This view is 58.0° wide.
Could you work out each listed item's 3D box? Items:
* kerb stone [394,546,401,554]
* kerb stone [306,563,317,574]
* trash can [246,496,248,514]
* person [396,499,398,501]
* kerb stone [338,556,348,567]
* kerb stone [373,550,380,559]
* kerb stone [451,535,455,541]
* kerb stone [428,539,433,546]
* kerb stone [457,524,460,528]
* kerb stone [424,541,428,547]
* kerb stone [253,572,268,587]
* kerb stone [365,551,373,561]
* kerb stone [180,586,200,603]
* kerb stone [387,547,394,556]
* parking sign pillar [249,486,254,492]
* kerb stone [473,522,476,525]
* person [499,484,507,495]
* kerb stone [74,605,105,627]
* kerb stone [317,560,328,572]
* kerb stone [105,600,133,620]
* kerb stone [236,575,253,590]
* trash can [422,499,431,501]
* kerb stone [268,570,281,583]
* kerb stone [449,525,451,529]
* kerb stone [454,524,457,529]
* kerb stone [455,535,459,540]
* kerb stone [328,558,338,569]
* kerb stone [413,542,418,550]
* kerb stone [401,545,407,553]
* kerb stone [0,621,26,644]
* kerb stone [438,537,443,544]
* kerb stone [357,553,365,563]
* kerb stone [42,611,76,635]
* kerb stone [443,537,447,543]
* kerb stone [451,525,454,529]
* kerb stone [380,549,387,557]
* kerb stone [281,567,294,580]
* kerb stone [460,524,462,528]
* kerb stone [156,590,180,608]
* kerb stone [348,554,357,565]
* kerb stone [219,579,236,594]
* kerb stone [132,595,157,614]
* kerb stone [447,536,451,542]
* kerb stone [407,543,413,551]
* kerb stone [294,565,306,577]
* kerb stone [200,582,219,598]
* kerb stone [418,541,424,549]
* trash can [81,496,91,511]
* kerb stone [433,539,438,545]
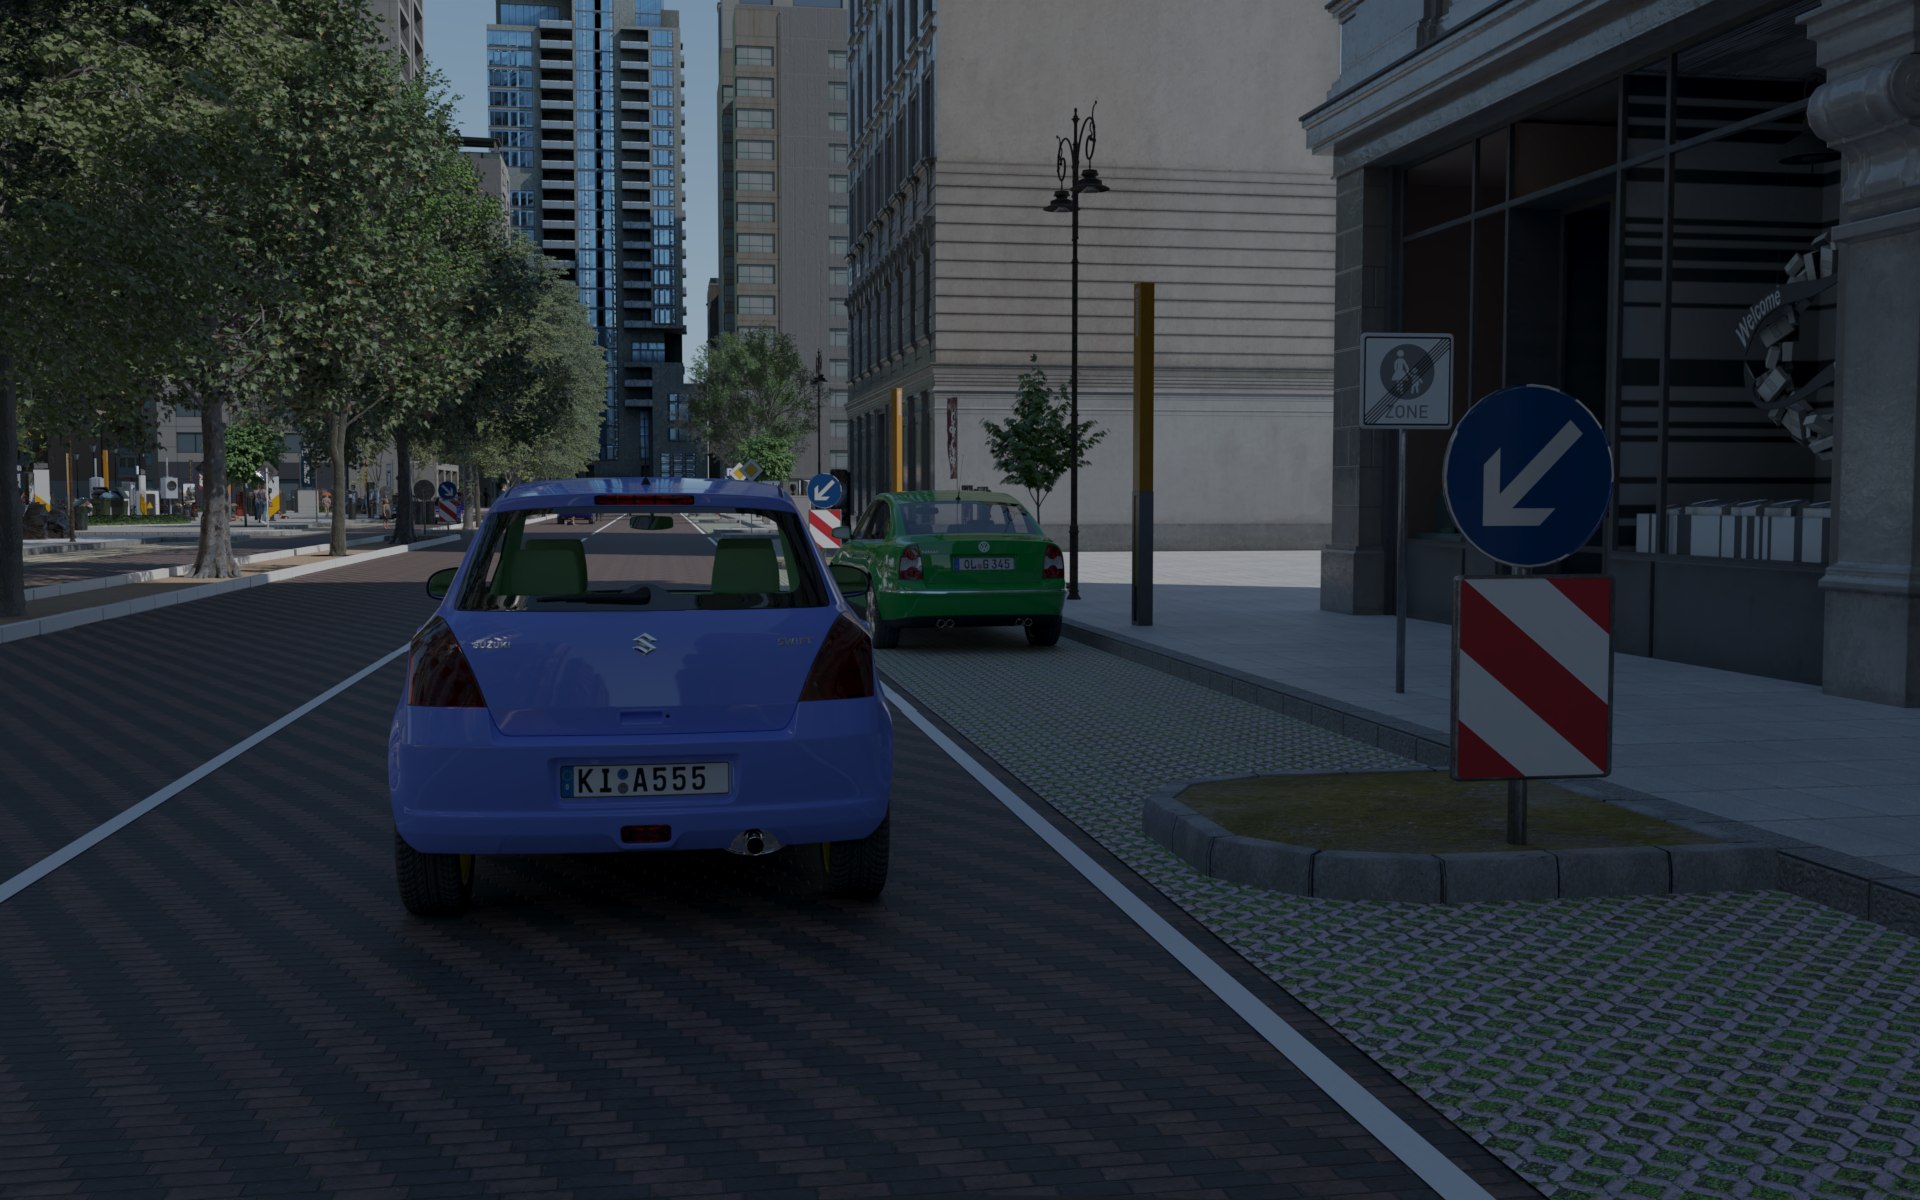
[{"bbox_3d":[-13.530,-1.168,41.287,0.120,0.150,1.000,-1,4,-10],"label":"kerb stone"},{"bbox_3d":[-11.783,-0.551,31.200,0.120,0.150,1.000,-1,4,-10],"label":"kerb stone"},{"bbox_3d":[-43.452,-5.789,106.303,0.748,1.137,0.748,0,3,0],"label":"trash can"},{"bbox_3d":[-22.690,-3.800,70.434,0.447,1.846,0.655,-2,4,-29],"label":"person"},{"bbox_3d":[-12.301,-0.736,34.233,0.120,0.150,1.000,-1,4,-10],"label":"kerb stone"},{"bbox_3d":[-13.007,-0.972,38.260,0.120,0.150,1.000,-1,4,-10],"label":"kerb stone"},{"bbox_3d":[-15.462,-1.846,52.385,0.120,0.150,1.000,-1,4,-10],"label":"kerb stone"},{"bbox_3d":[-14.590,-1.538,47.338,0.120,0.150,1.000,-1,4,-10],"label":"kerb stone"},{"bbox_3d":[-20.978,-3.035,71.814,0.120,0.150,1.000,-1,4,-10],"label":"kerb stone"},{"bbox_3d":[-14.414,-1.472,46.323,0.120,0.150,1.000,-1,4,-10],"label":"kerb stone"},{"bbox_3d":[-11.068,-0.304,27.164,0.120,0.150,1.000,-1,4,-10],"label":"kerb stone"},{"bbox_3d":[-12.833,-0.921,37.252,0.120,0.150,1.000,-1,4,-10],"label":"kerb stone"},{"bbox_3d":[-10.372,-0.055,23.127,0.120,0.150,1.000,-1,4,-10],"label":"kerb stone"},{"bbox_3d":[-13.359,-1.106,40.274,0.120,0.150,1.000,-1,4,-10],"label":"kerb stone"},{"bbox_3d":[-46.141,-7.624,113.124,1.447,3.967,1.447,-1,4,-15],"label":"parking sign pillar"},{"bbox_3d":[-22.560,-3.588,80.907,0.120,0.150,1.000,-1,4,-10],"label":"kerb stone"},{"bbox_3d":[-20.577,-4.318,78.467,0.648,1.900,0.474,2,4,34],"label":"person"},{"bbox_3d":[-9.677,0.189,19.098,0.120,0.150,1.000,-1,4,-10],"label":"kerb stone"},{"bbox_3d":[-11.958,-0.610,32.212,0.120,0.150,1.000,-1,4,-10],"label":"kerb stone"},{"bbox_3d":[-9.849,0.133,20.106,0.120,0.150,1.000,-1,4,-10],"label":"kerb stone"},{"bbox_3d":[-10.900,-0.242,26.148,0.120,0.150,1.000,-1,4,-10],"label":"kerb stone"},{"bbox_3d":[-37.512,-6.740,121.849,0.748,1.137,0.748,0,3,0],"label":"trash can"},{"bbox_3d":[-11.255,-0.365,28.171,0.120,0.150,1.000,-1,4,-10],"label":"kerb stone"},{"bbox_3d":[-20.449,-2.850,68.785,0.120,0.150,1.000,-1,4,-10],"label":"kerb stone"},{"bbox_3d":[-20.805,-2.971,70.807,0.120,0.150,1.000,-1,4,-10],"label":"kerb stone"},{"bbox_3d":[-15.632,-1.908,53.396,0.120,0.150,1.000,-1,4,-10],"label":"kerb stone"},{"bbox_3d":[-12.138,-0.672,33.224,0.120,0.150,1.000,-1,4,-10],"label":"kerb stone"},{"bbox_3d":[-14.066,-1.345,44.309,0.120,0.150,1.000,-1,4,-10],"label":"kerb stone"},{"bbox_3d":[-13.705,-1.229,42.294,0.120,0.150,1.000,-1,4,-10],"label":"kerb stone"},{"bbox_3d":[-9.322,0.313,17.080,0.120,0.150,1.000,-1,4,-10],"label":"kerb stone"},{"bbox_3d":[-14.937,-1.659,49.355,0.120,0.150,1.000,-1,4,-10],"label":"kerb stone"},{"bbox_3d":[-12.655,-0.859,36.246,0.120,0.150,1.000,-1,4,-10],"label":"kerb stone"},{"bbox_3d":[-9.489,0.251,18.089,0.120,0.150,1.000,-1,4,-10],"label":"kerb stone"},{"bbox_3d":[-15.110,-1.712,50.363,0.120,0.150,1.000,-1,4,-10],"label":"kerb stone"},{"bbox_3d":[-20.626,-2.911,69.796,0.120,0.150,1.000,-1,4,-10],"label":"kerb stone"},{"bbox_3d":[-13.181,-1.044,39.266,0.120,0.150,1.000,-1,4,-10],"label":"kerb stone"},{"bbox_3d":[-11.424,-0.427,29.180,0.120,0.150,1.000,-1,4,-10],"label":"kerb stone"},{"bbox_3d":[-21.160,-3.097,72.823,0.120,0.150,1.000,-1,4,-10],"label":"kerb stone"},{"bbox_3d":[-10.200,0.005,22.120,0.120,0.150,1.000,-1,4,-10],"label":"kerb stone"},{"bbox_3d":[-12.478,-0.798,35.239,0.120,0.150,1.000,-1,4,-10],"label":"kerb stone"},{"bbox_3d":[-10.726,-0.180,25.141,0.120,0.150,1.000,-1,4,-10],"label":"kerb stone"},{"bbox_3d":[-10.025,0.067,21.113,0.120,0.150,1.000,-1,4,-10],"label":"kerb stone"},{"bbox_3d":[-15.289,-1.784,51.374,0.120,0.150,1.000,-1,4,-10],"label":"kerb stone"},{"bbox_3d":[-13.879,-1.291,43.304,0.120,0.150,1.000,-1,4,-10],"label":"kerb stone"},{"bbox_3d":[-11.603,-0.487,30.193,0.120,0.150,1.000,-1,4,-10],"label":"kerb stone"},{"bbox_3d":[-10.549,-0.119,24.135,0.120,0.150,1.000,-1,4,-10],"label":"kerb stone"},{"bbox_3d":[-14.230,-1.414,45.318,0.120,0.150,1.000,-1,4,-10],"label":"kerb stone"},{"bbox_3d":[-60.011,-6.565,118.992,0.748,1.137,0.748,0,3,0],"label":"trash can"},{"bbox_3d":[-14.756,-1.595,48.350,0.120,0.150,1.000,-1,4,-10],"label":"kerb stone"}]
